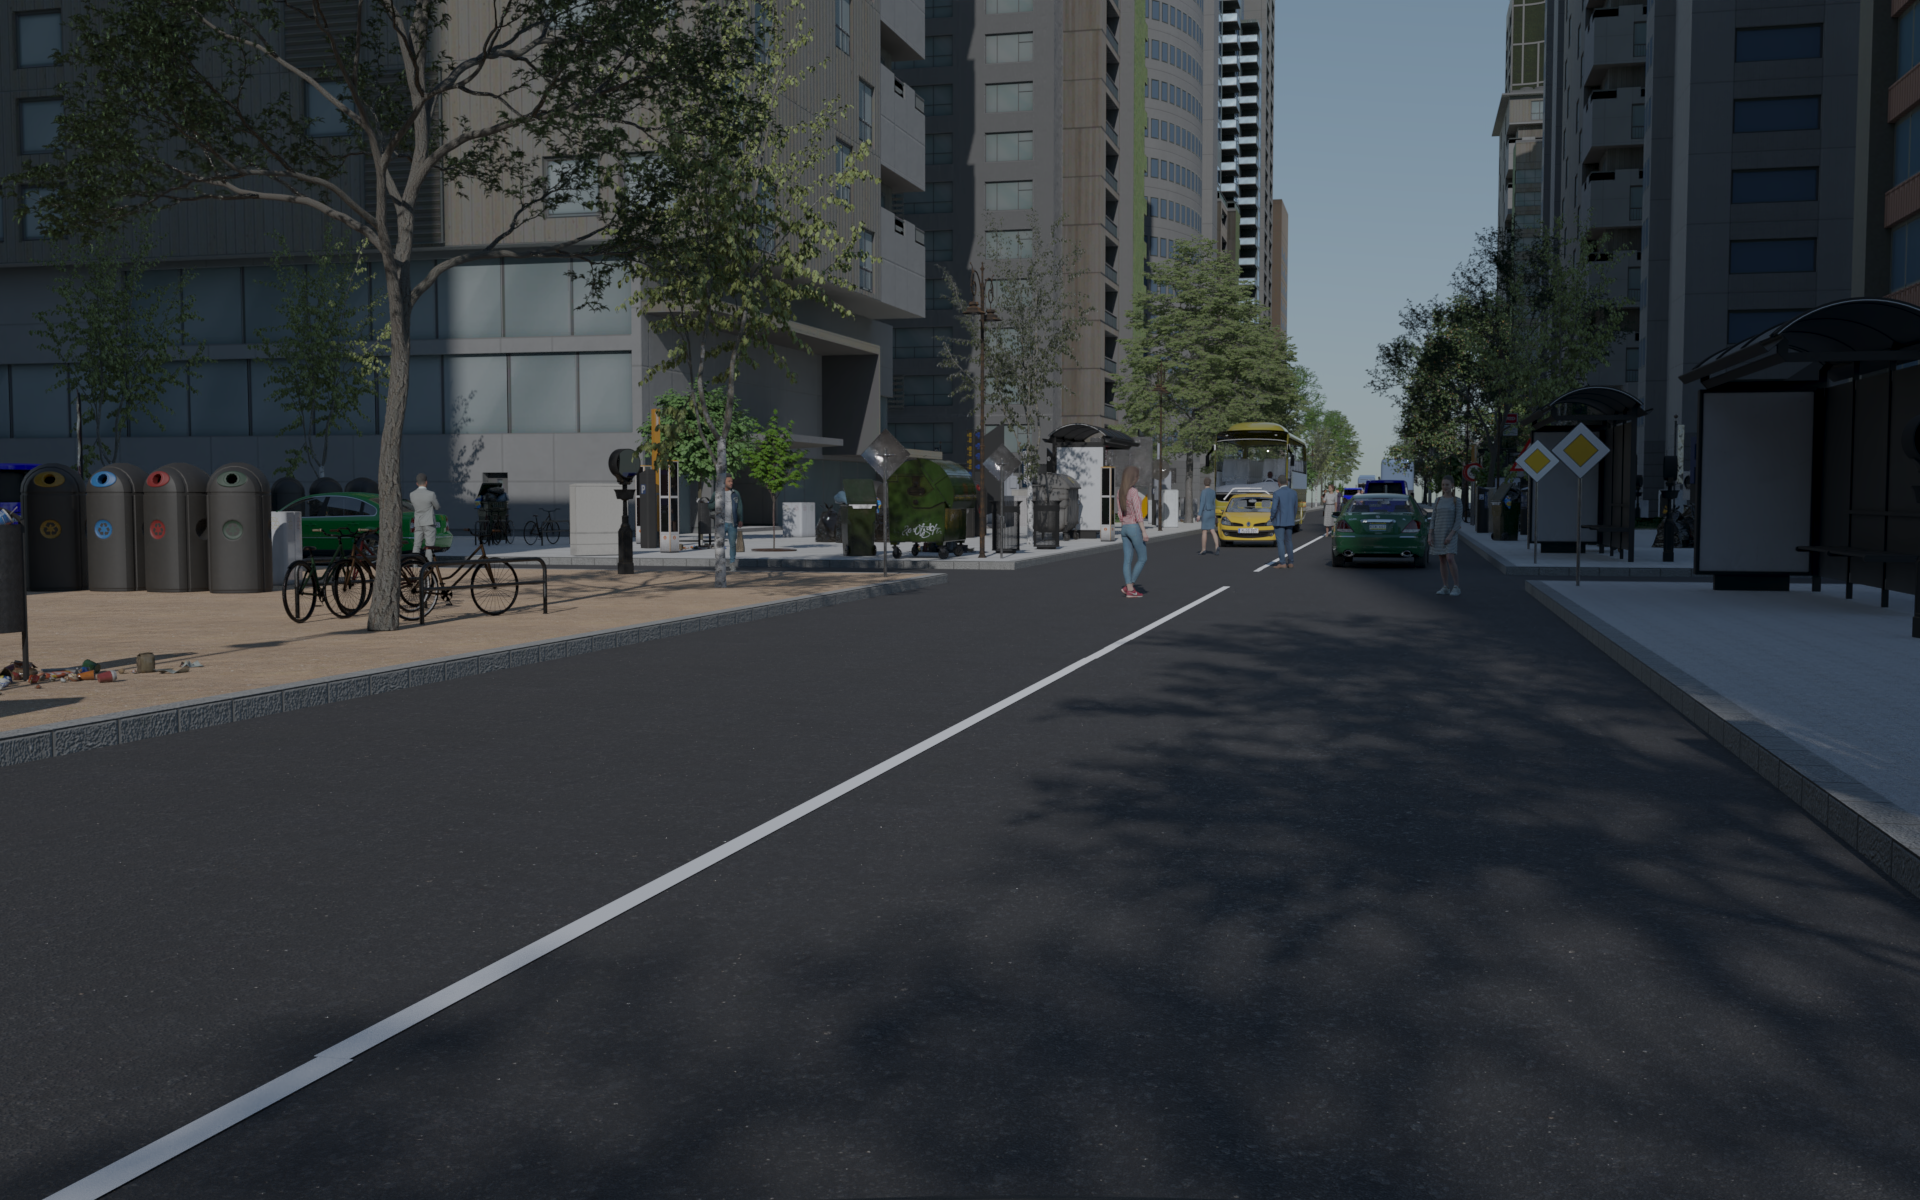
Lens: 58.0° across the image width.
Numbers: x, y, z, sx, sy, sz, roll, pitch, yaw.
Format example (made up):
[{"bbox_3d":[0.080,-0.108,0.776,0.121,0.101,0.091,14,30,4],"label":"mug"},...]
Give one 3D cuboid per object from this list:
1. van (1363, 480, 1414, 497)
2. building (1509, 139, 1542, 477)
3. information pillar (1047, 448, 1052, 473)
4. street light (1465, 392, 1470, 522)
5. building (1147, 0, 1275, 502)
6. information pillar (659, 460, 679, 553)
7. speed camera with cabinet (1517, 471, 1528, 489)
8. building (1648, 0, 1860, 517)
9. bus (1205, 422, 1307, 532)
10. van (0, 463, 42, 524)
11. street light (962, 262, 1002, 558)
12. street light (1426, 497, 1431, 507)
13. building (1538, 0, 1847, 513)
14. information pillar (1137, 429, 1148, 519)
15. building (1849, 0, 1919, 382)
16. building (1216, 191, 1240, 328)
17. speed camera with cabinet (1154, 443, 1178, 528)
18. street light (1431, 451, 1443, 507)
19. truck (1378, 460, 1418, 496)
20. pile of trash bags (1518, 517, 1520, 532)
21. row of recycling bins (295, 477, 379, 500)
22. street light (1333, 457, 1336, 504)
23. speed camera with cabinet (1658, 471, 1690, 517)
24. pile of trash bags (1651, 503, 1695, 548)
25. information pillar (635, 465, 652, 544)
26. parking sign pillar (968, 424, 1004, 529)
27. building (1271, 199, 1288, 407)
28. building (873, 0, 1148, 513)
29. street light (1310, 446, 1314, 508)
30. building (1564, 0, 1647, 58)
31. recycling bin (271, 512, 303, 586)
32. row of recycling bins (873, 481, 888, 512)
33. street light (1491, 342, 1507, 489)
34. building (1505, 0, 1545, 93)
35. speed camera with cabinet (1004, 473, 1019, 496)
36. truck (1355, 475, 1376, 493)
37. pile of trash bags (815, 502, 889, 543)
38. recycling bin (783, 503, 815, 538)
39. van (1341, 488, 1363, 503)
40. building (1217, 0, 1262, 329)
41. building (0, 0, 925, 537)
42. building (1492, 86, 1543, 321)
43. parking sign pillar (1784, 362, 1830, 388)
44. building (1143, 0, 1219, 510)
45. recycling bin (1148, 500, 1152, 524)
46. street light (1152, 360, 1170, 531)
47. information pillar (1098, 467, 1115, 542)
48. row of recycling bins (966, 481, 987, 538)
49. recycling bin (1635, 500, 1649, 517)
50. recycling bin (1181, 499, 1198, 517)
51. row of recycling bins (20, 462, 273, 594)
[{"bbox_3d":[18.829,-4.403,76.366,2.240,2.365,5.245,1,4,16],"label":"van"},{"bbox_3d":[71.093,-31.652,201.111,14.154,41.232,14.086,1,4,14],"label":"building"},{"bbox_3d":[4.558,-5.864,87.225,0.504,3.616,0.183,3,5,41],"label":"information pillar"},{"bbox_3d":[22.880,-6.445,78.158,0.468,5.910,1.993,1,4,14],"label":"street light"},{"bbox_3d":[34.793,-49.018,239.689,20.563,71.187,20.611,1,4,14],"label":"building"},{"bbox_3d":[-6.329,-2.031,37.695,0.304,2.012,0.304,2,4,33],"label":"information pillar"},{"bbox_3d":[22.370,-4.647,70.320,2.038,3.252,0.660,3,5,42],"label":"speed camera with cabinet"},{"bbox_3d":[45.157,-33.218,85.120,21.231,58.520,28.212,1,4,14],"label":"building"},{"bbox_3d":[10.985,-4.356,62.773,2.896,3.916,12.252,1,4,14],"label":"bus"},{"bbox_3d":[-20.972,-1.876,35.058,5.245,2.365,2.240,1,4,14],"label":"van"},{"bbox_3d":[0.447,-3.784,34.655,0.468,5.910,1.993,1,4,14],"label":"street light"},{"bbox_3d":[48.403,-12.539,177.795,0.468,5.910,1.993,1,4,14],"label":"street light"},{"bbox_3d":[61.842,-37.262,151.228,21.231,58.520,28.212,1,4,14],"label":"building"},{"bbox_3d":[6.549,-4.336,62.242,0.504,3.616,0.183,-3,5,-43],"label":"information pillar"},{"bbox_3d":[37.655,-23.778,43.396,28.867,44.769,22.147,1,4,14],"label":"building"},{"bbox_3d":[18.958,-24.082,165.449,14.160,30.474,14.107,1,4,14],"label":"building"},{"bbox_3d":[7.969,-4.437,66.879,0.660,3.252,2.038,0,4,-4],"label":"speed camera with cabinet"},{"bbox_3d":[41.820,-10.959,151.968,0.468,5.910,1.993,1,4,14],"label":"street light"},{"bbox_3d":[31.363,-8.264,124.870,2.967,4.110,18.799,1,4,15],"label":"truck"},{"bbox_3d":[19.429,-3.118,60.730,1.912,1.369,3.447,0,4,-2],"label":"pile of trash bags"},{"bbox_3d":[-15.888,-2.147,42.214,3.534,1.692,1.069,-3,4,-36],"label":"row of recycling bins"},{"bbox_3d":[46.639,-14.832,215.292,0.468,5.910,1.993,1,4,14],"label":"street light"},{"bbox_3d":[27.778,-4.421,66.620,0.660,3.252,2.038,-1,4,-17],"label":"speed camera with cabinet"},{"bbox_3d":[18.409,-1.958,41.762,3.447,1.369,1.912,-2,4,-34],"label":"pile of trash bags"},{"bbox_3d":[-8.105,-2.440,44.393,0.304,2.012,0.304,2,4,29],"label":"information pillar"},{"bbox_3d":[0.982,-4.672,64.854,1.447,3.967,1.447,-1,4,-20],"label":"parking sign pillar"},{"bbox_3d":[40.992,-37.108,256.830,14.600,45.320,14.200,1,4,14],"label":"building"},{"bbox_3d":[2.503,-25.280,96.916,14.154,41.232,14.086,1,4,14],"label":"building"},{"bbox_3d":[32.750,-11.513,161.020,0.468,5.910,1.993,1,4,14],"label":"street light"},{"bbox_3d":[58.184,-32.685,123.644,28.713,52.752,27.495,1,4,14],"label":"building"},{"bbox_3d":[-9.803,-0.735,24.575,0.722,1.027,0.722,0,4,-3],"label":"recycling bin"},{"bbox_3d":[-2.322,-2.840,53.551,1.069,1.692,3.534,-3,5,-40],"label":"row of recycling bins"},{"bbox_3d":[16.382,-4.884,52.649,0.468,5.910,1.993,1,4,14],"label":"street light"},{"bbox_3d":[85.024,-49.239,243.308,20.563,71.187,20.611,1,4,14],"label":"building"},{"bbox_3d":[3.196,-5.725,87.936,2.038,3.252,0.660,-2,4,-24],"label":"speed camera with cabinet"},{"bbox_3d":[59.377,-15.999,251.346,2.967,4.110,18.799,1,4,16],"label":"truck"},{"bbox_3d":[-2.075,-2.241,46.390,3.447,1.369,1.912,-2,4,-24],"label":"pile of trash bags"},{"bbox_3d":[-4.789,-2.381,51.489,0.722,1.027,0.722,2,4,32],"label":"recycling bin"},{"bbox_3d":[37.563,-9.848,165.406,2.240,2.365,5.245,1,4,14],"label":"van"},{"bbox_3d":[26.905,-55.119,213.864,22.319,86.520,31.000,1,4,14],"label":"building"},{"bbox_3d":[-17.085,-29.057,64.314,28.713,52.752,27.495,1,4,14],"label":"building"},{"bbox_3d":[82.585,-38.541,219.390,28.713,52.752,27.495,1,4,14],"label":"building"},{"bbox_3d":[15.957,-2.738,33.240,1.447,3.967,1.447,2,4,35],"label":"parking sign pillar"},{"bbox_3d":[9.498,-36.857,144.615,21.231,58.520,28.212,1,4,14],"label":"building"},{"bbox_3d":[8.550,-3.779,74.335,0.722,1.027,0.722,3,4,36],"label":"recycling bin"},{"bbox_3d":[6.969,-5.341,60.111,0.468,5.910,1.993,1,4,14],"label":"street light"},{"bbox_3d":[3.982,-2.579,46.658,0.304,2.012,0.304,2,4,29],"label":"information pillar"},{"bbox_3d":[0.152,-2.749,52.063,1.069,1.692,3.534,1,4,9],"label":"row of recycling bins"},{"bbox_3d":[27.553,-3.550,70.604,0.722,1.027,0.722,-1,4,-9],"label":"recycling bin"},{"bbox_3d":[12.959,-5.225,97.977,0.722,1.027,0.722,-2,4,-23],"label":"recycling bin"},{"bbox_3d":[-10.755,-0.967,22.923,3.534,1.692,1.069,1,4,10],"label":"row of recycling bins"}]
